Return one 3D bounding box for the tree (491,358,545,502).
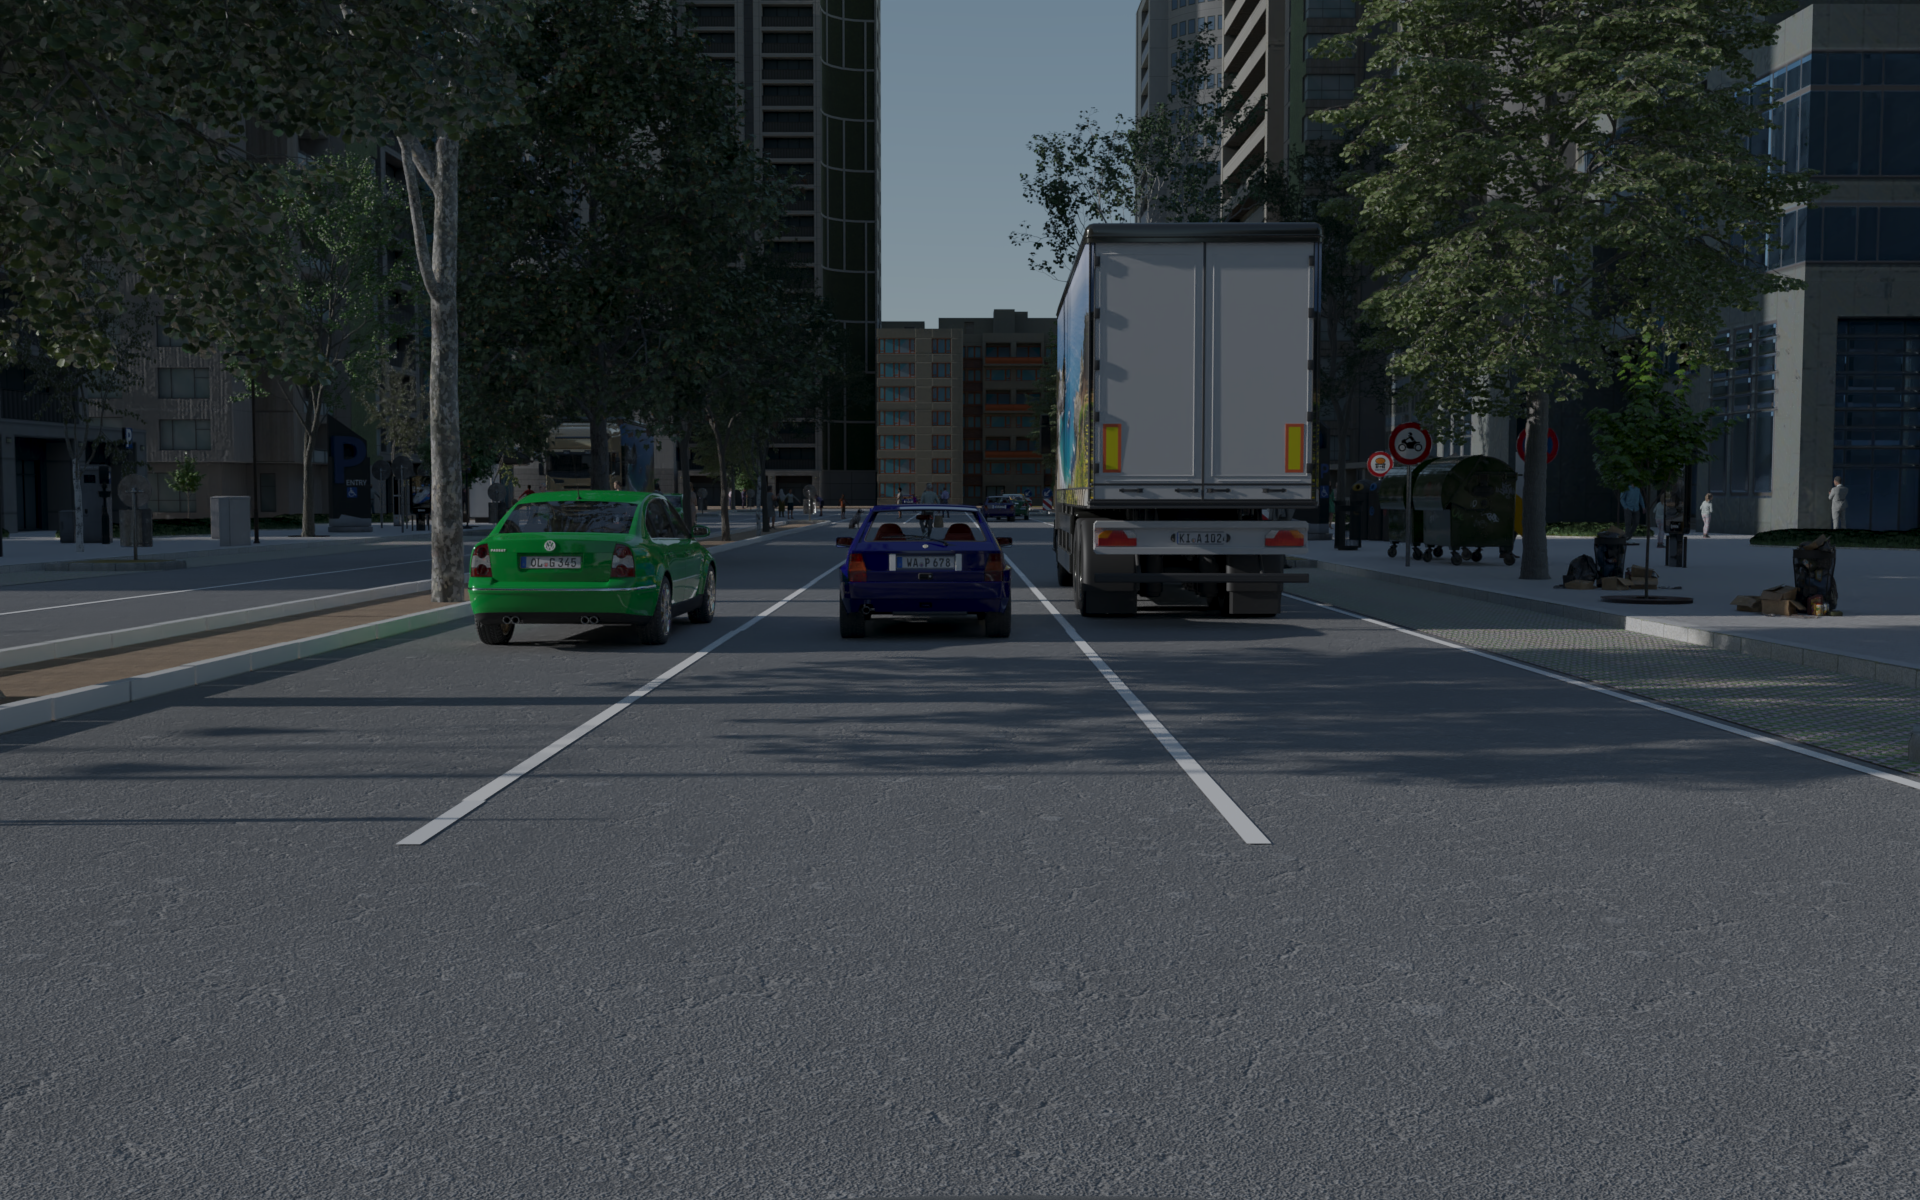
[{"bbox_3d":[-19.495,-7.495,72.907,4.737,8.622,4.395,0,3,0],"label":"tree"}]

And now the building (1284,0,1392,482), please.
[{"bbox_3d":[28.755,-26.467,116.332,14.154,41.232,14.086,0,4,0],"label":"building"}]

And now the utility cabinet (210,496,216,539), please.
[{"bbox_3d":[-20.845,-2.343,49.477,1.020,1.237,0.306,0,4,3],"label":"utility cabinet"}]

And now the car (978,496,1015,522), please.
[{"bbox_3d":[1.957,-4.807,91.176,1.945,1.354,3.894,0,4,-2],"label":"car"}]

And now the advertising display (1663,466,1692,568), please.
[{"bbox_3d":[12.616,-1.545,30.474,0.123,1.923,0.974,0,4,2],"label":"advertising display"}]

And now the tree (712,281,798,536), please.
[{"bbox_3d":[-6.890,-6.499,59.084,4.360,8.622,3.978,0,3,0],"label":"tree"}]

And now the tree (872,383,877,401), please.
[{"bbox_3d":[-7.014,-7.050,52.143,8.767,10.594,7.601,0,4,0],"label":"tree"}]

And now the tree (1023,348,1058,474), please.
[{"bbox_3d":[8.030,-12.726,126.193,7.486,12.596,7.792,0,3,0],"label":"tree"}]

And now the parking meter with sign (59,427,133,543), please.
[{"bbox_3d":[-22.628,-3.000,45.318,1.738,3.016,0.543,-1,4,-8],"label":"parking meter with sign"}]

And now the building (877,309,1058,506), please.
[{"bbox_3d":[5.688,-21.392,194.804,28.899,21.520,27.650,0,4,0],"label":"building"}]

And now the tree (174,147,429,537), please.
[{"bbox_3d":[-19.316,-7.690,51.487,9.928,11.665,9.643,0,3,0],"label":"tree"}]

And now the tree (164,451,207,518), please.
[{"bbox_3d":[-34.685,-5.089,77.800,1.663,3.219,1.824,0,3,0],"label":"tree"}]

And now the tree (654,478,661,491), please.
[{"bbox_3d":[-19.861,-7.107,110.794,1.663,3.219,1.824,0,3,0],"label":"tree"}]

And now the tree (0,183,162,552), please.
[{"bbox_3d":[-19.418,-5.353,37.889,4.360,8.622,3.978,0,3,0],"label":"tree"}]

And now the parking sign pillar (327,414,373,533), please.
[{"bbox_3d":[-20.584,-4.275,58.376,1.447,3.967,1.447,-3,5,-39],"label":"parking sign pillar"}]

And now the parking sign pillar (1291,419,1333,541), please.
[{"bbox_3d":[9.710,-3.665,48.388,1.447,3.967,1.447,-2,4,-35],"label":"parking sign pillar"}]

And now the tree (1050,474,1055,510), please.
[{"bbox_3d":[7.819,-8.996,141.689,1.663,3.219,1.824,0,3,0],"label":"tree"}]

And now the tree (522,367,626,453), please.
[{"bbox_3d":[-19.981,-10.430,88.652,7.486,12.596,7.792,0,3,0],"label":"tree"}]

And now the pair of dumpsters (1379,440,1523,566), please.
[{"bbox_3d":[9.287,-1.863,32.946,1.574,2.255,4.437,0,4,0],"label":"pair of dumpsters"}]

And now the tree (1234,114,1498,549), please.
[{"bbox_3d":[9.240,-6.495,40.605,7.601,10.594,8.767,-2,4,-33],"label":"tree"}]

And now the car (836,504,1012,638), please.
[{"bbox_3d":[-0.380,-0.368,18.605,1.945,1.354,3.894,0,4,-1],"label":"car"}]

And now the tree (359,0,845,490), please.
[{"bbox_3d":[-7.242,-7.042,34.605,9.611,12.733,9.660,0,3,0],"label":"tree"}]

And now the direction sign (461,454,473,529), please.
[{"bbox_3d":[-18.164,-4.389,63.765,0.379,3.537,0.876,-3,4,-36],"label":"direction sign"}]

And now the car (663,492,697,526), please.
[{"bbox_3d":[-10.530,-3.254,61.991,1.959,1.807,4.718,0,4,-1],"label":"car"}]

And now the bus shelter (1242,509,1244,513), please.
[{"bbox_3d":[8.142,-3.975,56.271,1.731,3.624,6.357,0,4,0],"label":"bus shelter"}]

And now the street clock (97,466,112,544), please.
[{"bbox_3d":[-21.886,-2.432,44.326,0.358,2.002,0.471,-2,4,-28],"label":"street clock"}]

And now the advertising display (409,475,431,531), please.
[{"bbox_3d":[-18.845,-3.380,60.478,0.123,1.923,0.974,1,4,22],"label":"advertising display"}]

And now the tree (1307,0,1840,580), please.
[{"bbox_3d":[8.793,-6.559,25.363,7.486,12.596,7.792,0,3,0],"label":"tree"}]

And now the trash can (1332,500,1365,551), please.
[{"bbox_3d":[8.862,-1.706,39.541,0.748,1.137,0.748,0,3,0],"label":"trash can"}]

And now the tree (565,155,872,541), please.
[{"bbox_3d":[-6.885,-6.562,44.161,8.767,10.594,7.601,0,4,0],"label":"tree"}]

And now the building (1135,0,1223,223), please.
[{"bbox_3d":[34.259,-39.709,191.234,28.212,58.520,21.231,0,4,0],"label":"building"}]

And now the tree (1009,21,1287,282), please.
[{"bbox_3d":[8.142,-13.204,71.775,12.611,20.169,13.585,0,3,0],"label":"tree"}]

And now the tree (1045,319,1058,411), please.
[{"bbox_3d":[8.489,-9.994,89.159,9.928,11.665,9.643,0,3,0],"label":"tree"}]

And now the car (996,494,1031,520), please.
[{"bbox_3d":[2.943,-5.211,97.000,2.131,1.459,4.920,0,4,2],"label":"car"}]

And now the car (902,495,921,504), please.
[{"bbox_3d":[-4.420,-8.468,151.031,1.945,1.354,3.894,0,4,1],"label":"car"}]

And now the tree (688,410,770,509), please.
[{"bbox_3d":[-19.128,-13.819,144.065,7.486,12.596,7.792,0,3,0],"label":"tree"}]

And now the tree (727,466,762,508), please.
[{"bbox_3d":[-19.491,-10.641,157.692,4.285,4.588,4.351,0,3,0],"label":"tree"}]

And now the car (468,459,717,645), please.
[{"bbox_3d":[-3.652,-0.553,17.844,1.959,1.807,4.718,0,4,1],"label":"car"}]

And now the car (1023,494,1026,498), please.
[{"bbox_3d":[4.956,-8.543,149.907,2.015,1.641,3.980,0,4,-2],"label":"car"}]

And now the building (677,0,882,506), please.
[{"bbox_3d":[-19.249,-45.939,189.352,20.611,71.187,20.563,0,4,0],"label":"building"}]

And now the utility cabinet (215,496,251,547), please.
[{"bbox_3d":[-17.943,-1.938,42.842,0.306,1.237,1.020,0,4,6],"label":"utility cabinet"}]

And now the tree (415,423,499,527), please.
[{"bbox_3d":[-19.488,-5.115,67.351,4.285,4.588,4.351,0,3,0],"label":"tree"}]

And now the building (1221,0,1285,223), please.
[{"bbox_3d":[32.431,-31.207,133.942,21.300,48.544,21.600,0,4,0],"label":"building"}]

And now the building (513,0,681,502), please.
[{"bbox_3d":[-44.058,-39.639,190.100,28.212,58.520,21.231,0,4,0],"label":"building"}]

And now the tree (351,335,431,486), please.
[{"bbox_3d":[-26.248,-8.004,81.221,4.360,8.622,3.978,0,3,0],"label":"tree"}]

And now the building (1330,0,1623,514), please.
[{"bbox_3d":[37.729,-24.773,96.923,32.217,40.220,23.993,0,4,0],"label":"building"}]

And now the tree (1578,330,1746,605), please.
[{"bbox_3d":[8.130,-1.592,20.631,1.663,3.219,1.824,0,3,0],"label":"tree"}]

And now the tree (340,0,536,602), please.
[{"bbox_3d":[-8.004,-10.082,23.182,12.611,20.169,13.585,0,3,0],"label":"tree"}]

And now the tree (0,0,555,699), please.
[{"bbox_3d":[-6.993,-6.264,11.530,9.857,13.997,8.962,0,3,0],"label":"tree"}]

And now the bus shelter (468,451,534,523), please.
[{"bbox_3d":[-21.145,-5.223,79.321,2.014,3.302,5.546,0,4,0],"label":"bus shelter"}]
